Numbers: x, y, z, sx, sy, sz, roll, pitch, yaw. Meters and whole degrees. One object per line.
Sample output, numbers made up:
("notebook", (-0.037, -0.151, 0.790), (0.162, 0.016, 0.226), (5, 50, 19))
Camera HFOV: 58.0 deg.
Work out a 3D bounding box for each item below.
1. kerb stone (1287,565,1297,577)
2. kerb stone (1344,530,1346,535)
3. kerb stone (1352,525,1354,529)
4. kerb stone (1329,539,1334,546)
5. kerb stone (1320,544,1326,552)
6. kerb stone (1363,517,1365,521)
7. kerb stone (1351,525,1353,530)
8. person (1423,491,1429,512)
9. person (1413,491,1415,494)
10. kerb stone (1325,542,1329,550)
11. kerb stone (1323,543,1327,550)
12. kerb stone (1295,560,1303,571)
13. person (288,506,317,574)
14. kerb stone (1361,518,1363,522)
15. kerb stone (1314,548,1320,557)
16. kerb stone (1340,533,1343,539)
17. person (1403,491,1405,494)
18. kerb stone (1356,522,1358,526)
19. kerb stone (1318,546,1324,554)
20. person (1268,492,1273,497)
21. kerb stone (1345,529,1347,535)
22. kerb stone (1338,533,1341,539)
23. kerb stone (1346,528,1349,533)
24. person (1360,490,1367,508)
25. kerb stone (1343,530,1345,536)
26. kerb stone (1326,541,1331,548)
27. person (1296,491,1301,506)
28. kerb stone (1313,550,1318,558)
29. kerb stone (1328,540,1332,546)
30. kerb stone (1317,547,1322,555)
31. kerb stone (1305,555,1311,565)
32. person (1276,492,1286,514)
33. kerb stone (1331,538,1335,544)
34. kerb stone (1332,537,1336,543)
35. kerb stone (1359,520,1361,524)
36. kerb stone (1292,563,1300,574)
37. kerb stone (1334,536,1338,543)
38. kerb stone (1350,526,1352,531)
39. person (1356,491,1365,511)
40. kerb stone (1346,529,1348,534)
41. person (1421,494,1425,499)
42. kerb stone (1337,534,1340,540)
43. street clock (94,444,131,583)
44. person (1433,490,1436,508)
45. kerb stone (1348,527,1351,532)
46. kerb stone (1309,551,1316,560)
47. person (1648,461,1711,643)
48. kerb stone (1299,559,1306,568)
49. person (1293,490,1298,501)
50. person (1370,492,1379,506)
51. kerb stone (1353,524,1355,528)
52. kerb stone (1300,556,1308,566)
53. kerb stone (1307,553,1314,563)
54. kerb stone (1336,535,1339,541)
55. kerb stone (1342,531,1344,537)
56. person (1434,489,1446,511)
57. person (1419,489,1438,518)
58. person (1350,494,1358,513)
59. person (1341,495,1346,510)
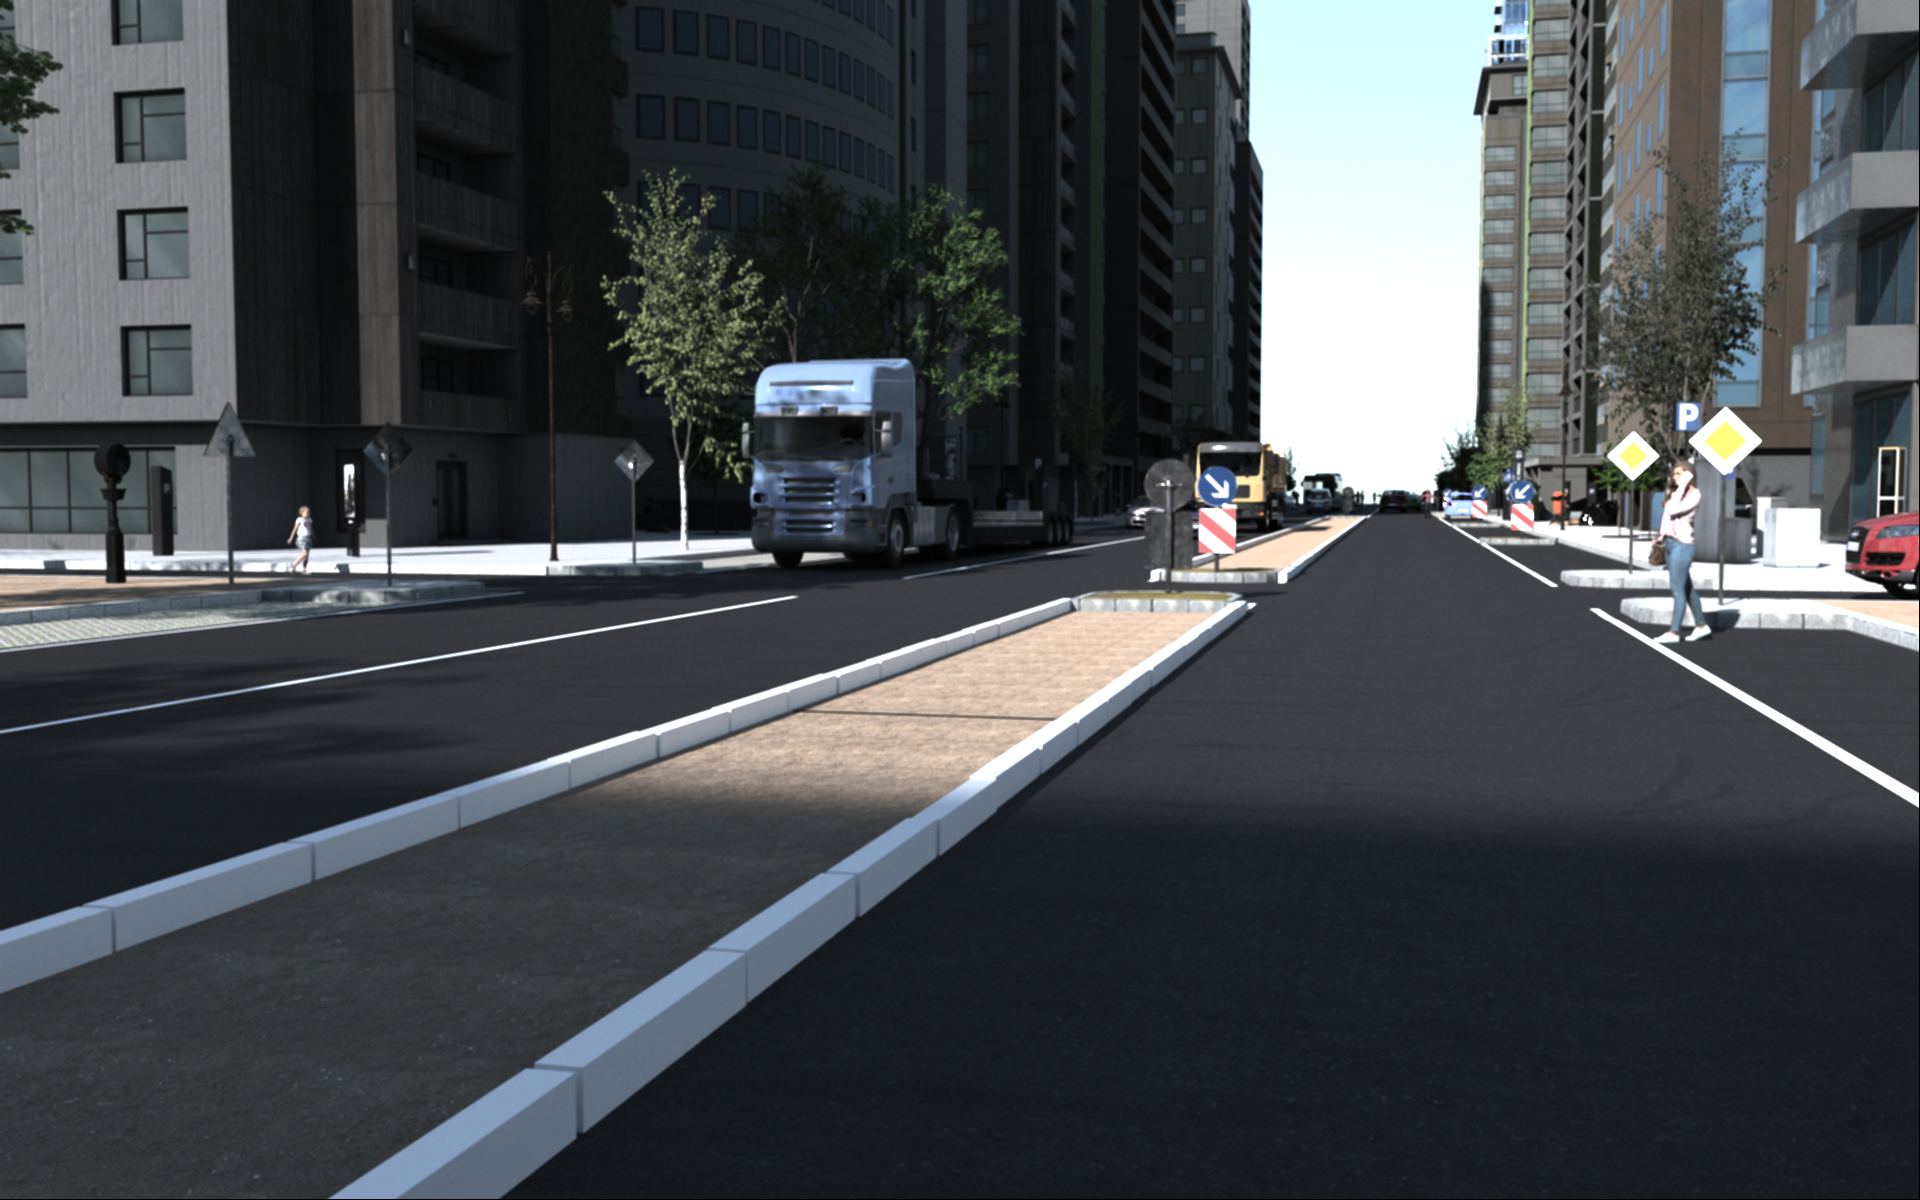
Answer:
("kerb stone", (5.655, -0.463, 29.770), (0.120, 0.150, 1.000), (1, 4, 14))
("kerb stone", (12.683, -2.162, 57.566), (0.120, 0.150, 1.000), (1, 4, 14))
("kerb stone", (14.947, -2.710, 66.510), (0.120, 0.150, 1.000), (1, 4, 14))
("kerb stone", (9.916, -1.494, 46.628), (0.120, 0.150, 1.000), (1, 4, 14))
("kerb stone", (8.658, -1.191, 41.670), (0.120, 0.150, 1.000), (1, 4, 14))
("kerb stone", (20.239, -3.988, 87.398), (0.120, 0.150, 1.000), (1, 4, 14))
("kerb stone", (14.695, -2.649, 65.511), (0.120, 0.150, 1.000), (1, 4, 14))
("person", (37.668, -7.989, 139.921), (0.445, 1.727, 0.742), (1, 4, 17))
("person", (43.887, -9.687, 167.402), (1.217, 1.766, 0.721), (3, 5, 44))
("kerb stone", (9.162, -1.312, 43.651), (0.120, 0.150, 1.000), (1, 4, 14))
("kerb stone", (8.905, -1.252, 42.662), (0.120, 0.150, 1.000), (1, 4, 14))
("kerb stone", (6.157, -0.585, 31.752), (0.120, 0.150, 1.000), (1, 4, 14))
("person", (-11.768, -1.073, 31.052), (0.382, 1.210, 0.505), (1, 4, 19))
("kerb stone", (19.471, -3.803, 84.411), (0.120, 0.150, 1.000), (1, 4, 14))
("kerb stone", (7.908, -1.007, 38.695), (0.120, 0.150, 1.000), (1, 4, 14))
("kerb stone", (11.682, -1.920, 53.585), (0.120, 0.150, 1.000), (1, 4, 14))
("person", (44.385, -10.044, 173.277), (0.990, 1.755, 0.434), (2, 4, 34))
("kerb stone", (16.697, -3.136, 73.473), (0.120, 0.150, 1.000), (1, 4, 14))
("kerb stone", (8.408, -1.123, 40.680), (0.120, 0.150, 1.000), (1, 4, 14))
("person", (18.848, -5.852, 104.961), (0.721, 1.735, 1.217), (3, 5, 43))
("kerb stone", (12.940, -2.223, 58.566), (0.120, 0.150, 1.000), (1, 4, 14))
("kerb stone", (11.421, -1.859, 52.590), (0.120, 0.150, 1.000), (1, 4, 14))
("kerb stone", (13.436, -2.346, 60.558), (0.120, 0.150, 1.000), (1, 4, 14))
("person", (41.228, -10.313, 176.988), (0.599, 1.838, 0.709), (-1, 4, -11))
("kerb stone", (12.432, -2.103, 56.575), (0.120, 0.150, 1.000), (1, 4, 14))
("kerb stone", (9.412, -1.373, 44.645), (0.120, 0.150, 1.000), (1, 4, 14))
("person", (42.072, -12.693, 216.112), (1.350, 1.814, 0.705), (-2, 4, -33))
("kerb stone", (7.652, -0.949, 37.705), (0.120, 0.150, 1.000), (1, 4, 14))
("kerb stone", (9.659, -1.434, 45.636), (0.120, 0.150, 1.000), (1, 4, 14))
("kerb stone", (8.162, -1.069, 39.688), (0.120, 0.150, 1.000), (1, 4, 14))
("kerb stone", (6.900, -0.767, 34.731), (0.120, 0.150, 1.000), (1, 4, 14))
("person", (22.902, -7.037, 123.430), (0.709, 1.838, 0.599), (2, 4, 26))
("kerb stone", (10.164, -1.555, 47.625), (0.120, 0.150, 1.000), (1, 4, 14))
("kerb stone", (10.419, -1.616, 48.623), (0.120, 0.150, 1.000), (1, 4, 14))
("kerb stone", (17.966, -3.437, 78.461), (0.120, 0.150, 1.000), (1, 4, 14))
("kerb stone", (5.911, -0.524, 30.760), (0.120, 0.150, 1.000), (1, 4, 14))
("kerb stone", (10.670, -1.677, 49.617), (0.120, 0.150, 1.000), (1, 4, 14))
("kerb stone", (14.447, -2.587, 64.519), (0.120, 0.150, 1.000), (1, 4, 14))
("person", (34.160, -8.518, 148.493), (1.217, 1.735, 0.721), (3, 4, 39))
("kerb stone", (13.185, -2.280, 59.560), (0.120, 0.150, 1.000), (1, 4, 14))
("person", (60.150, -13.156, 223.685), (1.350, 1.814, 0.705), (2, 4, 33))
("kerb stone", (11.173, -1.796, 51.598), (0.120, 0.150, 1.000), (1, 4, 14))
("street clock", (-12.175, -1.245, 24.923), (0.358, 2.002, 0.471), (1, 4, 15))
("person", (47.667, -10.109, 173.798), (0.705, 1.823, 1.348), (1, 4, 14))
("kerb stone", (13.942, -2.463, 62.539), (0.120, 0.150, 1.000), (1, 4, 14))
("kerb stone", (7.414, -0.885, 36.711), (0.120, 0.150, 1.000), (1, 4, 14))
("person", (7.026, -0.470, 16.776), (0.643, 1.750, 0.593), (0, 4, 1))
("kerb stone", (6.398, -0.638, 32.750), (0.120, 0.150, 1.000), (1, 4, 14))
("person", (34.048, -10.263, 176.311), (0.705, 1.822, 1.348), (3, 5, 45))
("person", (50.082, -12.241, 209.349), (1.217, 1.736, 0.721), (0, 4, -2))
("kerb stone", (15.451, -2.831, 68.509), (0.120, 0.150, 1.000), (1, 4, 14))
("kerb stone", (6.648, -0.706, 33.741), (0.120, 0.150, 1.000), (1, 4, 14))
("kerb stone", (7.156, -0.827, 35.720), (0.120, 0.150, 1.000), (1, 4, 14))
("kerb stone", (10.919, -1.735, 50.608), (0.120, 0.150, 1.000), (1, 4, 14))
("kerb stone", (12.179, -2.041, 55.584), (0.120, 0.150, 1.000), (1, 4, 14))
("person", (39.992, -8.286, 143.912), (0.705, 1.831, 1.348), (-2, 4, -33))
("person", (28.201, -5.819, 104.365), (1.217, 1.743, 0.721), (1, 4, 14))
("person", (30.344, -7.637, 134.066), (1.217, 1.736, 0.721), (-2, 4, -24))
("person", (33.756, -8.857, 153.834), (1.217, 1.766, 0.721), (0, 4, 6))
